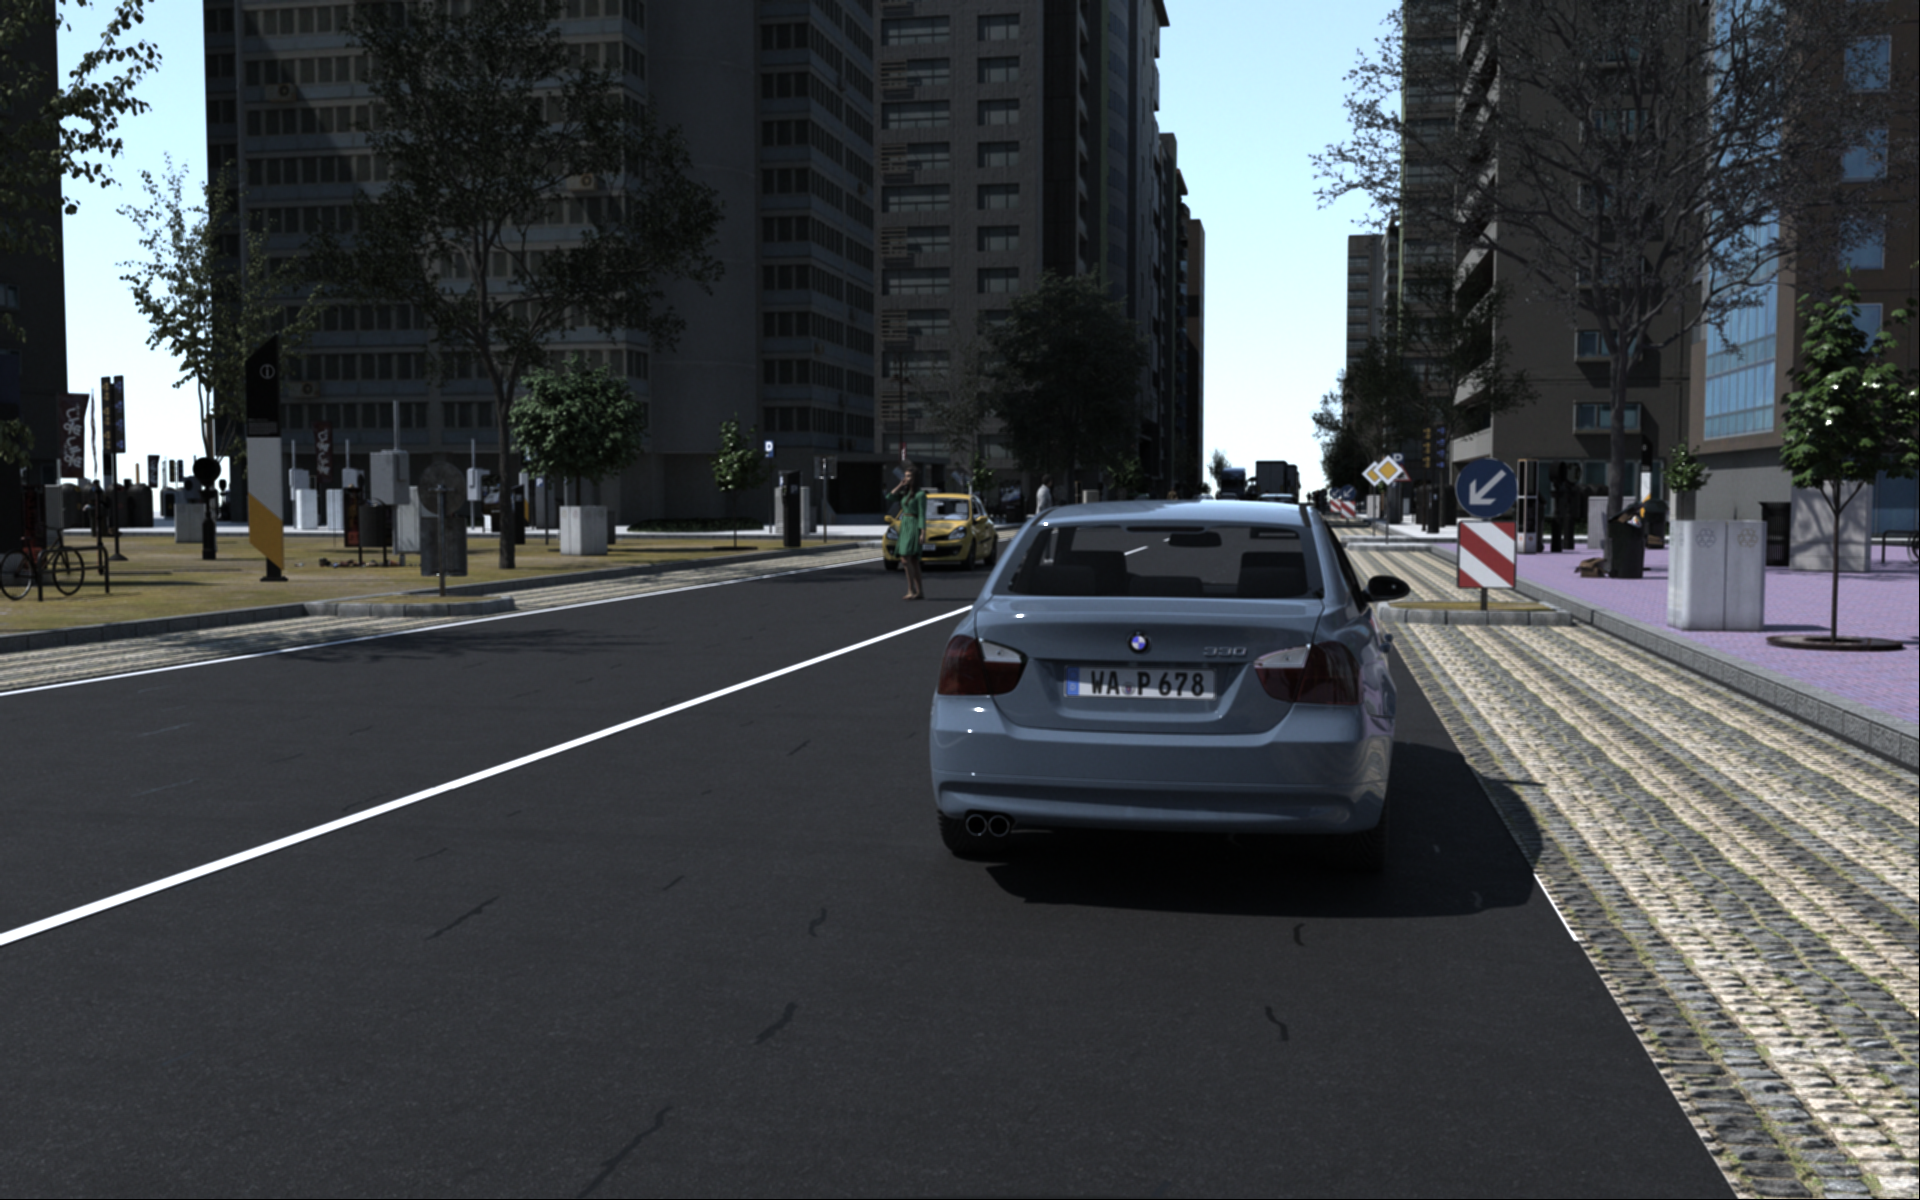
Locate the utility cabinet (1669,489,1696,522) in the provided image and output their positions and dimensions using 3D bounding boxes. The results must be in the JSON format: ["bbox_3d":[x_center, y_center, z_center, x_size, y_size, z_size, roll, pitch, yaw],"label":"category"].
[{"bbox_3d":[27.103,-3.441,64.935,1.173,1.500,0.318,-2,4,-32],"label":"utility cabinet"}]

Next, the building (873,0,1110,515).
[{"bbox_3d":[1.898,-26.204,112.033,14.154,41.232,14.086,1,4,11],"label":"building"}]

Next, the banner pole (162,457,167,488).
[{"bbox_3d":[-53.109,-7.686,115.690,0.863,3.779,0.401,3,5,44],"label":"banner pole"}]

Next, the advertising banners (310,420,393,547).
[{"bbox_3d":[-14.644,-2.795,41.880,2.074,3.025,0.090,-3,5,-41],"label":"advertising banners"}]

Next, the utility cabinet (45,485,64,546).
[{"bbox_3d":[-22.579,-2.055,42.276,1.173,1.500,0.318,-1,4,-14],"label":"utility cabinet"}]

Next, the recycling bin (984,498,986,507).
[{"bbox_3d":[1.021,-5.380,100.518,0.722,1.027,0.722,-3,5,-41],"label":"recycling bin"}]

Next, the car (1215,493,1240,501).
[{"bbox_3d":[23.002,-8.537,148.619,2.155,1.783,4.494,1,4,12],"label":"car"}]

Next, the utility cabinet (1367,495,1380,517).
[{"bbox_3d":[23.342,-5.271,97.341,0.306,1.237,1.020,-3,4,-36],"label":"utility cabinet"}]

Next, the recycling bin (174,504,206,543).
[{"bbox_3d":[-20.211,-2.016,45.520,0.722,1.027,0.722,-1,4,-19],"label":"recycling bin"}]

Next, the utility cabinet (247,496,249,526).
[{"bbox_3d":[-28.755,-3.649,70.827,0.306,1.237,1.020,0,4,5],"label":"utility cabinet"}]

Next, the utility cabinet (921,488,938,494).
[{"bbox_3d":[-1.439,-3.494,65.807,1.173,1.500,0.318,0,4,-3],"label":"utility cabinet"}]

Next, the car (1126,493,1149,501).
[{"bbox_3d":[11.367,-6.249,110.968,1.959,1.807,4.718,1,4,11],"label":"car"}]

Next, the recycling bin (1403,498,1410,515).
[{"bbox_3d":[26.586,-5.616,104.369,0.722,1.027,0.722,-3,4,-36],"label":"recycling bin"}]

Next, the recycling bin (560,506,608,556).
[{"bbox_3d":[-7.879,-1.450,36.257,0.722,1.027,0.722,3,4,38],"label":"recycling bin"}]

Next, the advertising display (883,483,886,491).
[{"bbox_3d":[-4.190,-5.921,102.024,0.974,1.923,0.123,0,4,4],"label":"advertising display"}]

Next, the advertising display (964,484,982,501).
[{"bbox_3d":[0.572,-4.286,75.287,0.974,1.923,0.123,3,5,44],"label":"advertising display"}]

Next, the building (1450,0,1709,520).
[{"bbox_3d":[35.001,-27.922,80.233,21.300,48.544,21.600,1,4,11],"label":"building"}]

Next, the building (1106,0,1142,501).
[{"bbox_3d":[3.226,-36.807,143.786,21.231,58.520,28.212,1,4,11],"label":"building"}]

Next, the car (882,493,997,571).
[{"bbox_3d":[-0.361,-1.438,33.733,2.015,1.641,3.980,1,4,10],"label":"car"}]

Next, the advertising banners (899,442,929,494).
[{"bbox_3d":[-1.542,-3.747,57.453,0.090,3.025,2.074,-2,4,-29],"label":"advertising banners"}]

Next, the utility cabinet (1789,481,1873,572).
[{"bbox_3d":[14.374,-1.218,28.587,1.173,1.500,0.318,3,5,45],"label":"utility cabinet"}]

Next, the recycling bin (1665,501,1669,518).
[{"bbox_3d":[27.452,-3.300,66.509,0.722,1.027,0.722,-3,5,-42],"label":"recycling bin"}]

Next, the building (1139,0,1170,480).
[{"bbox_3d":[5.450,-35.666,172.369,28.713,52.752,27.495,1,4,11],"label":"building"}]

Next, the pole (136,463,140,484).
[{"bbox_3d":[-54.292,-7.373,114.385,0.158,3.312,0.155,0,3,0],"label":"pole"}]

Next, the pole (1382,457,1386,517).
[{"bbox_3d":[23.208,-6.179,94.873,0.158,3.312,0.155,0,3,0],"label":"pole"}]

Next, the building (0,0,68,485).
[{"bbox_3d":[-55.989,-27.640,75.620,21.600,48.544,21.300,1,4,11],"label":"building"}]

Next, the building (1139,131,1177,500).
[{"bbox_3d":[16.351,-31.079,191.733,14.154,41.232,14.086,1,4,11],"label":"building"}]

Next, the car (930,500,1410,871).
[{"bbox_3d":[1.061,0.244,8.010,2.014,1.417,4.499,1,4,12],"label":"car"}]

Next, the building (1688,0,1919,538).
[{"bbox_3d":[32.351,-24.723,54.330,14.200,45.320,14.600,1,4,11],"label":"building"}]

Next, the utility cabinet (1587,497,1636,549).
[{"bbox_3d":[15.136,-1.778,40.236,1.020,1.237,0.306,2,4,24],"label":"utility cabinet"}]

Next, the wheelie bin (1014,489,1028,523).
[{"bbox_3d":[2.611,-4.237,77.177,0.693,1.594,0.980,1,4,15],"label":"wheelie bin"}]

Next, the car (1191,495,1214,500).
[{"bbox_3d":[16.280,-6.356,116.285,2.083,1.381,4.827,1,4,11],"label":"car"}]

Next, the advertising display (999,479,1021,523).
[{"bbox_3d":[2.186,-4.306,75.625,0.974,1.923,0.123,-1,4,-15],"label":"advertising display"}]

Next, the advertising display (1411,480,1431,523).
[{"bbox_3d":[20.538,-4.399,77.134,0.974,1.923,0.123,-2,4,-24],"label":"advertising display"}]

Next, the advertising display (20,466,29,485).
[{"bbox_3d":[-17.468,-1.623,31.757,0.123,1.923,0.974,1,4,13],"label":"advertising display"}]

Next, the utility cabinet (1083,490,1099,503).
[{"bbox_3d":[7.881,-5.833,104.053,0.318,1.500,1.173,3,5,44],"label":"utility cabinet"}]

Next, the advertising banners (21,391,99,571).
[{"bbox_3d":[-15.867,-2.035,29.453,2.074,3.025,0.090,-3,5,-41],"label":"advertising banners"}]

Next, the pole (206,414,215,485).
[{"bbox_3d":[-19.070,-3.073,44.093,0.158,3.312,0.155,0,3,0],"label":"pole"}]

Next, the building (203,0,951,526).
[{"bbox_3d":[-17.321,-23.754,80.257,32.217,40.220,23.993,1,4,11],"label":"building"}]

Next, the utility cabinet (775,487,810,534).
[{"bbox_3d":[-5.313,-2.819,54.770,1.173,1.500,0.318,2,4,34],"label":"utility cabinet"}]

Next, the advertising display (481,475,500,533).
[{"bbox_3d":[-15.436,-3.209,57.682,0.974,1.923,0.123,-1,4,-23],"label":"advertising display"}]

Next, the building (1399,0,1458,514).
[{"bbox_3d":[36.645,-26.463,116.259,14.154,41.232,14.086,1,4,11],"label":"building"}]

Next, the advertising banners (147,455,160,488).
[{"bbox_3d":[-36.491,-4.924,76.698,2.074,3.025,0.090,-3,4,-38],"label":"advertising banners"}]

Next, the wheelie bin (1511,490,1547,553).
[{"bbox_3d":[12.445,-1.837,37.945,0.693,1.594,0.980,0,4,7],"label":"wheelie bin"}]

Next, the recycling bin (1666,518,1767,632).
[{"bbox_3d":[7.192,-0.240,16.479,0.722,1.027,0.722,1,4,10],"label":"recycling bin"}]

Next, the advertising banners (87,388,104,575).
[{"bbox_3d":[-14.007,-1.952,28.099,0.090,3.025,2.074,-2,4,-28],"label":"advertising banners"}]

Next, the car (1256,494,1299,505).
[{"bbox_3d":[10.424,-2.882,56.914,2.009,1.686,4.222,1,4,11],"label":"car"}]
